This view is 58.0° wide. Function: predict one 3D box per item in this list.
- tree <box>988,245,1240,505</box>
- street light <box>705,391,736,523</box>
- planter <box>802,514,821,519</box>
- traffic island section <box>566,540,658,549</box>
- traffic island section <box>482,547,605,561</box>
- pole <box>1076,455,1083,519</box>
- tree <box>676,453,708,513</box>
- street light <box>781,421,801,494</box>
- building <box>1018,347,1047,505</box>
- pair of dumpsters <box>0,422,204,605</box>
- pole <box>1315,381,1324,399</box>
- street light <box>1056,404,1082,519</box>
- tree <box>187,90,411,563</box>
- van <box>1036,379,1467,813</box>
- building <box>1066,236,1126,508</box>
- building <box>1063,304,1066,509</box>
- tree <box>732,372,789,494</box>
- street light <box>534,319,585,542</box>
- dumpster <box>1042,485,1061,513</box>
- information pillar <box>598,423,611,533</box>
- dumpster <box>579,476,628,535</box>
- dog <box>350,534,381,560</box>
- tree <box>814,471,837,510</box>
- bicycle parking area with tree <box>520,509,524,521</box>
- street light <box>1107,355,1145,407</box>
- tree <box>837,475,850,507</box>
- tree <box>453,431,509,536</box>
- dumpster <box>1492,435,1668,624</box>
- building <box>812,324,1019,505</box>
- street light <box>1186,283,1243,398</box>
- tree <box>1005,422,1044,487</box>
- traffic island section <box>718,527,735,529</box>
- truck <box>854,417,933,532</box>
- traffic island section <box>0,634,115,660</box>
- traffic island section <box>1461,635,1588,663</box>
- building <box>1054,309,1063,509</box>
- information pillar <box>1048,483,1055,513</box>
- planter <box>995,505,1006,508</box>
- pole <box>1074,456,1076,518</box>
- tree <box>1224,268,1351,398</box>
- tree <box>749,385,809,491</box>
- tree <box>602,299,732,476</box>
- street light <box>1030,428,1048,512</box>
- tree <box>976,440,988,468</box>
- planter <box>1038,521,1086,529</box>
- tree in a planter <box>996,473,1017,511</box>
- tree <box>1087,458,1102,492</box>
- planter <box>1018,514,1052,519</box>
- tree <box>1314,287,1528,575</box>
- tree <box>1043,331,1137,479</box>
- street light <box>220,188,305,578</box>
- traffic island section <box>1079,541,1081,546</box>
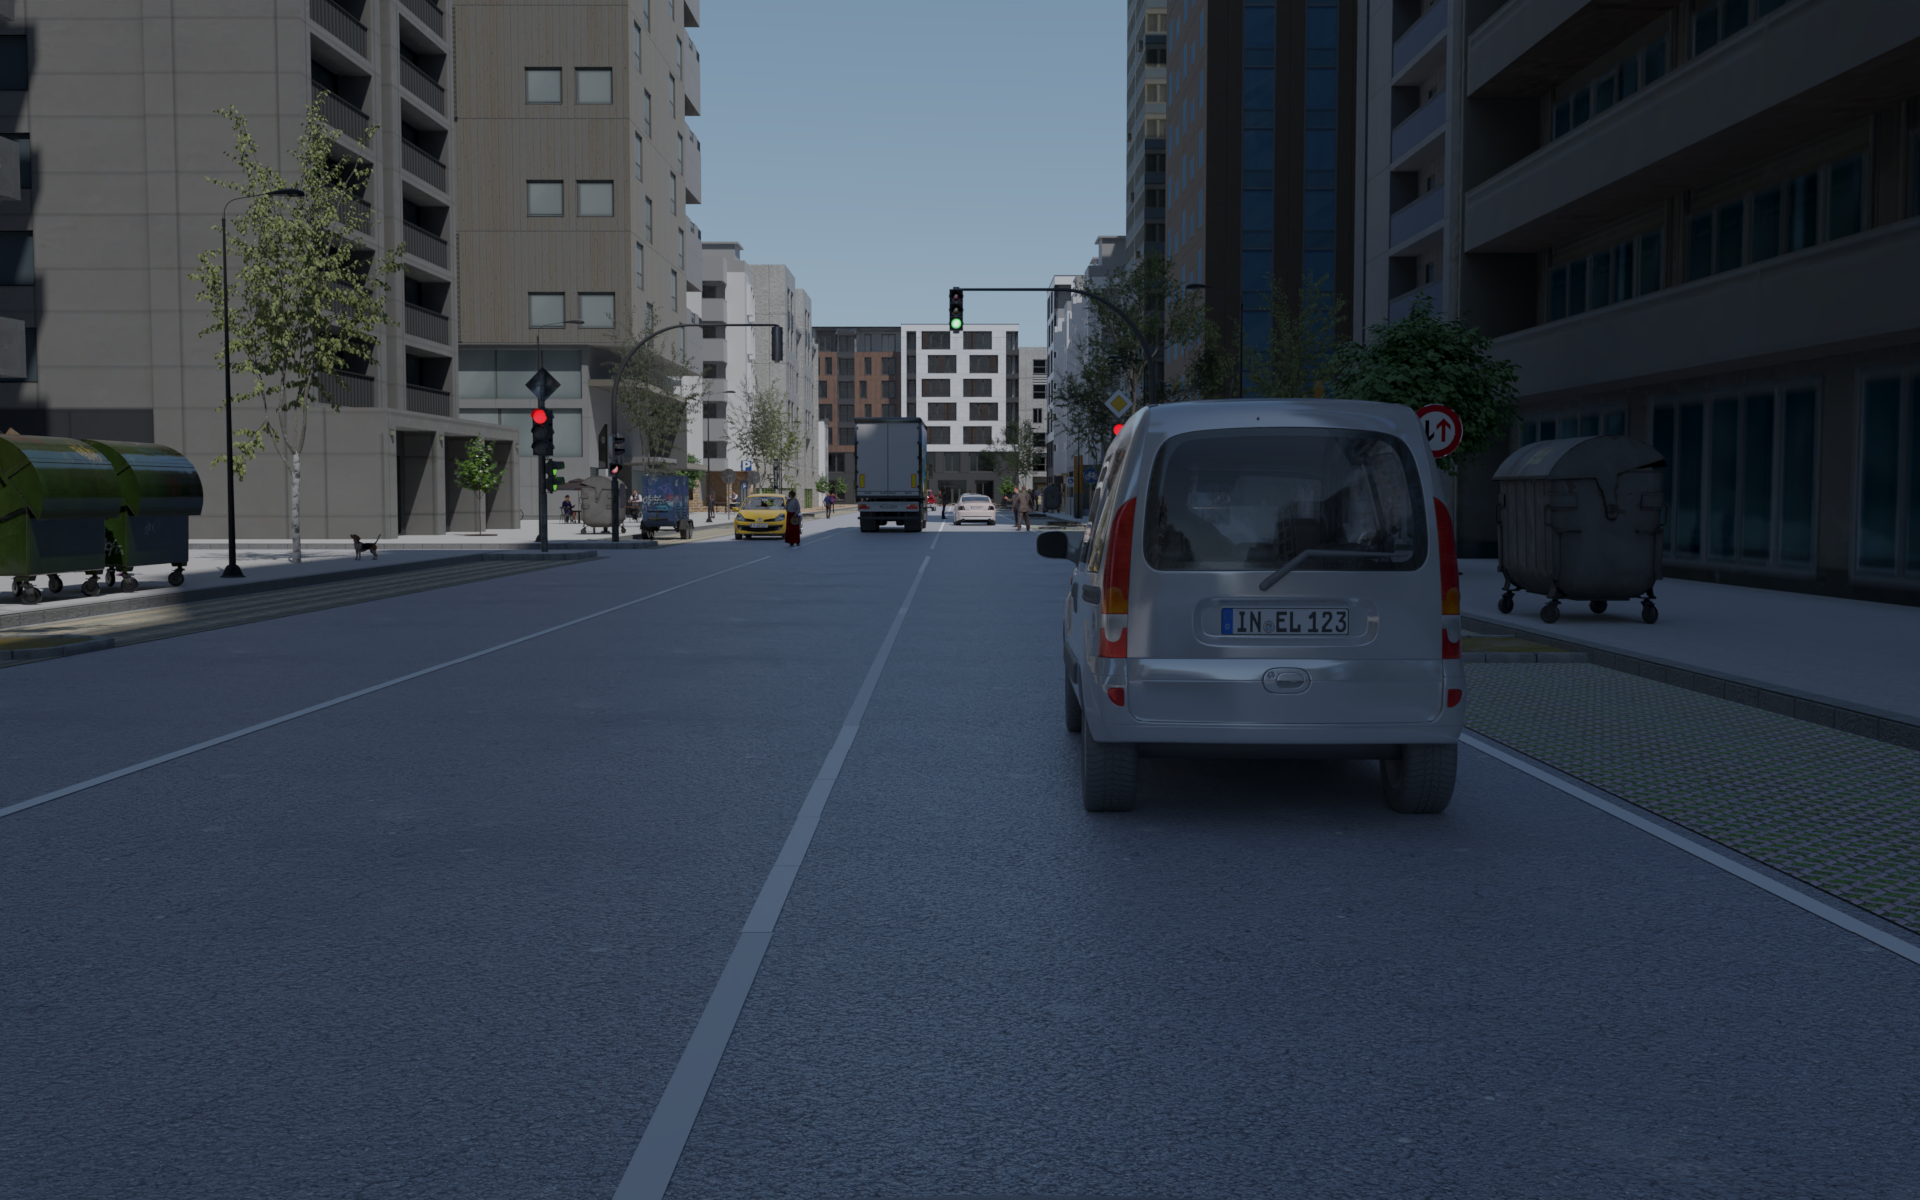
[{"bbox_3d":[6.896,-7.929,64.059,7.601,10.594,8.767,-3,5,-41],"label":"tree"},{"bbox_3d":[-10.753,-6.437,77.786,1.470,5.913,1.316,0,3,0],"label":"street light"},{"bbox_3d":[-9.018,-4.776,99.227,1.991,0.319,1.994,0,3,0],"label":"planter"},{"bbox_3d":[-9.247,-1.476,46.408,2.009,0.180,2.903,0,3,0],"label":"traffic island section"},{"bbox_3d":[-9.233,-0.987,38.423,2.009,0.180,2.903,0,3,0],"label":"traffic island section"},{"bbox_3d":[6.323,-5.922,90.674,0.158,3.312,0.155,0,3,0],"label":"pole"},{"bbox_3d":[-18.861,-8.233,118.315,4.285,4.588,4.351,0,3,0],"label":"tree"},{"bbox_3d":[-10.807,-8.403,109.934,1.470,5.913,1.316,0,3,0],"label":"street light"},{"bbox_3d":[22.813,-21.416,216.608,31.486,18.905,16.747,0,3,0],"label":"building"},{"bbox_3d":[-11.278,-1.190,21.956,1.574,2.255,4.437,0,4,0],"label":"pair of dumpsters"},{"bbox_3d":[6.479,-2.291,31.306,0.158,3.312,0.155,0,3,0],"label":"pole"},{"bbox_3d":[5.615,-7.173,89.817,1.470,5.913,1.316,0,3,0],"label":"street light"},{"bbox_3d":[-12.399,-5.008,32.241,4.737,8.622,4.395,0,3,0],"label":"tree"},{"bbox_3d":[1.415,-0.131,9.158,2.013,2.044,4.112,0,4,2],"label":"van"},{"bbox_3d":[16.690,-16.889,132.555,16.016,20.091,11.380,0,3,0],"label":"building"},{"bbox_3d":[17.163,-17.584,143.914,16.016,20.091,11.380,0,3,0],"label":"building"},{"bbox_3d":[-12.089,-9.383,103.782,4.360,8.622,3.978,0,3,0],"label":"tree"},{"bbox_3d":[-10.672,-4.503,46.162,1.470,5.913,1.316,0,3,0],"label":"street light"},{"bbox_3d":[6.159,-6.759,116.261,1.264,1.857,1.865,0,3,0],"label":"dumpster"},{"bbox_3d":[-11.821,-4.042,57.448,0.183,3.616,0.504,-3,5,-41],"label":"information pillar"},{"bbox_3d":[-11.411,-3.034,55.370,1.264,1.857,1.865,0,4,0],"label":"dumpster"},{"bbox_3d":[-11.547,-1.030,33.665,0.406,0.507,0.540,0,4,5],"label":"dog"},{"bbox_3d":[-11.289,-9.122,143.738,1.663,3.219,1.824,0,3,0],"label":"tree"},{"bbox_3d":[-23.393,-5.509,77.075,9.016,4.147,8.231,0,4,4],"label":"bicycle parking area with tree"},{"bbox_3d":[5.636,-5.239,58.193,1.470,5.913,1.316,0,3,0],"label":"street light"},{"bbox_3d":[-11.993,-10.910,172.987,1.663,3.219,1.824,0,3,0],"label":"tree"},{"bbox_3d":[-14.620,-3.580,53.140,1.663,3.219,1.824,0,3,0],"label":"tree"},{"bbox_3d":[6.351,-0.736,17.785,1.264,1.857,1.865,0,3,0],"label":"dumpster"},{"bbox_3d":[-9.262,-23.098,221.629,32.646,21.610,27.936,0,3,0],"label":"building"},{"bbox_3d":[5.671,-4.023,38.318,1.470,5.913,1.316,0,3,0],"label":"street light"},{"bbox_3d":[6.384,-13.584,172.465,4.737,8.622,4.395,0,3,0],"label":"tree"},{"bbox_3d":[-8.970,-3.023,72.290,1.991,0.108,1.994,0,3,0],"label":"traffic island section"},{"bbox_3d":[-2.590,-4.878,68.661,2.839,4.237,11.283,0,4,0],"label":"truck"},{"bbox_3d":[-8.867,0.441,15.652,1.991,0.108,1.994,0,3,0],"label":"traffic island section"},{"bbox_3d":[4.307,0.446,15.582,1.991,0.108,1.994,0,3,0],"label":"traffic island section"},{"bbox_3d":[16.583,-18.325,156.038,16.016,20.091,11.380,0,3,0],"label":"building"},{"bbox_3d":[6.253,-6.966,118.386,0.304,2.012,0.304,-3,4,-39],"label":"information pillar"},{"bbox_3d":[4.015,-9.531,176.971,1.991,0.319,1.994,0,3,0],"label":"planter"},{"bbox_3d":[6.198,-6.048,92.726,0.158,3.312,0.155,0,3,0],"label":"pole"},{"bbox_3d":[10.757,-6.446,55.756,4.737,8.622,4.395,0,3,0],"label":"tree"},{"bbox_3d":[-12.314,-10.181,116.815,4.737,8.622,4.395,0,3,0],"label":"tree"},{"bbox_3d":[-11.696,-7.051,65.641,4.360,8.622,3.978,0,3,0],"label":"tree"},{"bbox_3d":[5.605,-9.107,121.441,1.470,5.913,1.316,0,3,0],"label":"street light"},{"bbox_3d":[6.072,-16.158,198.595,8.767,10.594,7.601,0,4,0],"label":"tree"},{"bbox_3d":[4.213,-3.056,71.108,1.991,0.319,1.994,0,3,0],"label":"planter"},{"bbox_3d":[4.058,-9.299,149.254,1.991,3.239,1.994,0,3,0],"label":"tree in a planter"},{"bbox_3d":[7.500,-5.916,91.328,1.663,3.219,1.824,0,3,0],"label":"tree"},{"bbox_3d":[4.151,-4.704,98.051,1.991,0.319,1.994,0,3,0],"label":"planter"},{"bbox_3d":[7.239,-2.688,27.666,4.285,4.588,4.351,0,3,0],"label":"tree"},{"bbox_3d":[6.080,-7.760,77.235,4.360,8.622,3.978,0,3,0],"label":"tree"},{"bbox_3d":[-10.652,-3.299,26.474,1.470,5.913,1.316,0,3,0],"label":"street light"},{"bbox_3d":[4.254,-1.477,46.428,2.009,0.180,2.903,0,3,0],"label":"traffic island section"}]
